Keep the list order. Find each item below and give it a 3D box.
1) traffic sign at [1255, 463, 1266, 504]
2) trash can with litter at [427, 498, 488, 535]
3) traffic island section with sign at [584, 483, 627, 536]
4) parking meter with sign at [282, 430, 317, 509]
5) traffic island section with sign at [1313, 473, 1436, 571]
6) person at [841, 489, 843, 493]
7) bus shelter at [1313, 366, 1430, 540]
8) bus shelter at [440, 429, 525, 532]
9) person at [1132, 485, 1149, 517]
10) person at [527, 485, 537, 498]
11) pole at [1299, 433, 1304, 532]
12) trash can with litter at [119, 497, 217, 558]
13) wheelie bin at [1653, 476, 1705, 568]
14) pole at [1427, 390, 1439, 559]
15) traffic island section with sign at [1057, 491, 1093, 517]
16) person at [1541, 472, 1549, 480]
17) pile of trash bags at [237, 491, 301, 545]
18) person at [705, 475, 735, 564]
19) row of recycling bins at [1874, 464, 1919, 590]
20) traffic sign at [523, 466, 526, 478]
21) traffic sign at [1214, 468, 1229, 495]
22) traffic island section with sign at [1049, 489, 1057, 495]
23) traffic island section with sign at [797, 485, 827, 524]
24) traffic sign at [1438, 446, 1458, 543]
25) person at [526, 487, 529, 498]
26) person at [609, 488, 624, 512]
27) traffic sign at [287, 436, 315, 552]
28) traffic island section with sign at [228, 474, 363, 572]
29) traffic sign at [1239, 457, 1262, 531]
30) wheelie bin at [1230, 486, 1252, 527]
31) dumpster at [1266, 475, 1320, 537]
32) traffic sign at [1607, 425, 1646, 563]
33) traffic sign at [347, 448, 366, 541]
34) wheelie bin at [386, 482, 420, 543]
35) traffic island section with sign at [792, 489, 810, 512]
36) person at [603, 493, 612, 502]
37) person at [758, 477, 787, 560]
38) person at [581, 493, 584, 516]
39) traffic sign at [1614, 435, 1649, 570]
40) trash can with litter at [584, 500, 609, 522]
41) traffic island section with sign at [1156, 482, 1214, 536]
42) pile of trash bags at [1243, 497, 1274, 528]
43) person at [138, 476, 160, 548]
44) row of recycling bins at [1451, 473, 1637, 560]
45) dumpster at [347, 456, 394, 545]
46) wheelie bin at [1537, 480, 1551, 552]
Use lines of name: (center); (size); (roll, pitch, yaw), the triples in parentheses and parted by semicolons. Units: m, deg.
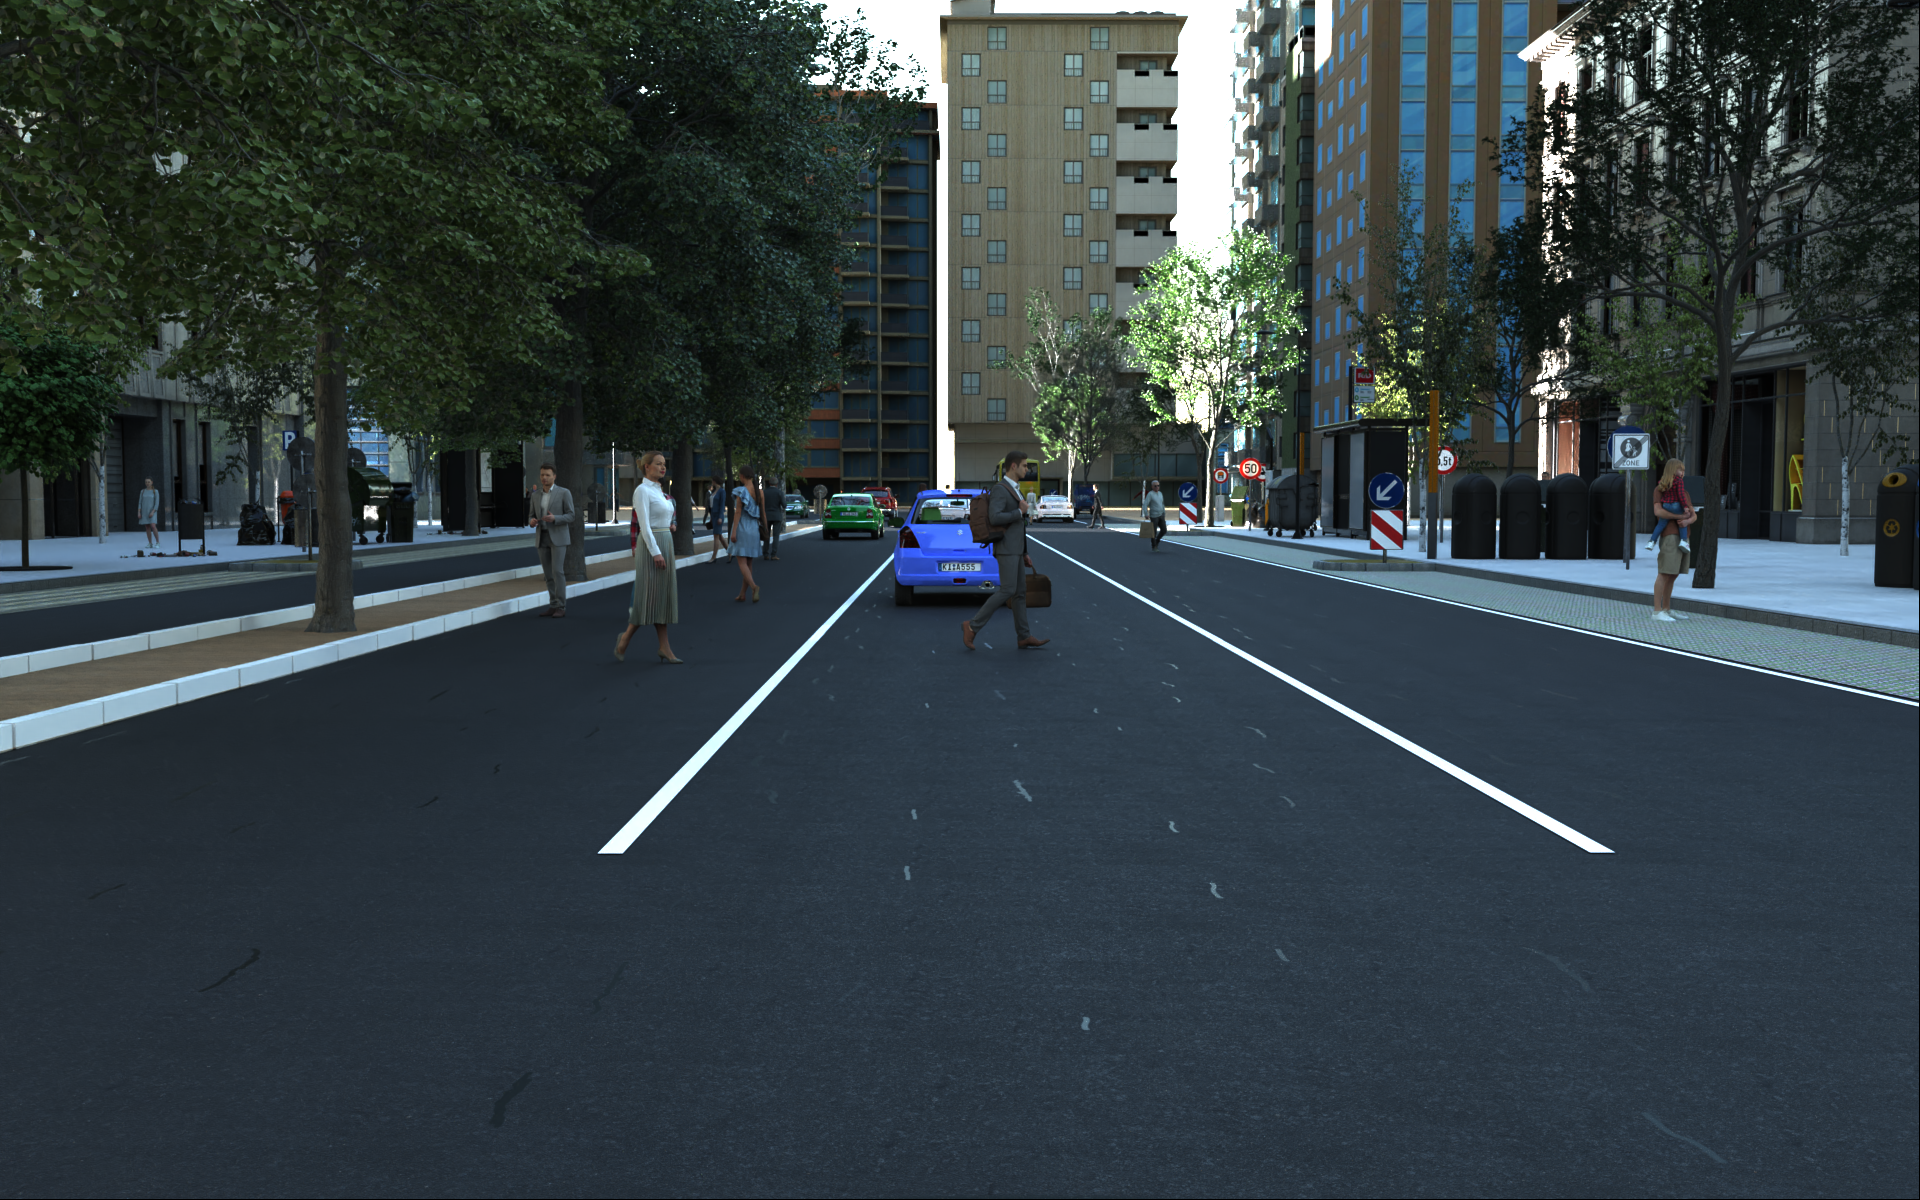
traffic sign: (12.549, -4.391, 71.893); (0.768, 2.556, 0.104); (0, 4, 7)
trash can with litter: (-16.047, -2.715, 55.447); (2.233, 1.210, 1.678); (-3, 4, -36)
traffic island section with sign: (-12.569, -3.123, 59.681); (1.989, 1.847, 2.006); (0, 4, 0)
parking meter with sign: (-17.981, -3.183, 48.300); (0.543, 3.016, 1.738); (2, 4, 26)
traffic island section with sign: (7.776, -1.479, 32.809); (1.989, 1.847, 2.006); (0, 4, 0)
person: (-11.095, -9.466, 162.906); (1.348, 1.869, 0.705); (0, 4, -7)
bus shelter: (12.041, -4.557, 52.135); (2.179, 5.291, 8.768); (0, 4, 0)
bus shelter: (-16.906, -4.332, 62.111); (1.731, 3.624, 6.357); (0, 3, 0)
person: (10.390, -5.603, 97.610); (1.348, 1.831, 0.705); (2, 4, 24)
person: (-21.826, -5.044, 89.072); (0.990, 1.755, 0.434); (-2, 4, -24)
pole: (11.315, -3.895, 57.532); (0.158, 3.312, 0.155); (0, 3, 0)
trash can with litter: (-16.278, -1.507, 35.693); (1.678, 1.210, 2.233); (3, 5, 41)
wheelie bin: (12.570, -1.360, 30.145); (0.980, 1.594, 0.693); (1, 4, 17)
pole: (9.325, -2.463, 34.118); (0.158, 3.312, 0.155); (0, 3, 0)
traffic island section with sign: (7.417, -6.211, 110.184); (1.989, 1.847, 2.006); (0, 4, 0)
person: (13.781, -2.122, 40.840); (0.391, 1.810, 0.635); (-3, 4, -37)
pile of trash bags: (-17.628, -2.151, 44.918); (1.912, 1.369, 3.447); (-1, 4, -14)
person: (-4.944, -1.662, 35.701); (0.654, 1.822, 0.581); (-1, 4, -15)
row of recycling bins: (13.064, -0.947, 22.589); (1.069, 1.692, 3.534); (0, 4, 5)
traffic sign: (-17.827, -4.250, 69.598); (0.768, 2.556, 0.104); (0, 4, 2)
traffic sign: (12.619, -5.125, 83.903); (0.768, 2.556, 0.104); (0, 4, 8)
traffic island section with sign: (7.299, -7.921, 138.140); (1.989, 1.847, 2.006); (0, 4, 0)
traffic island section with sign: (-6.739, -4.575, 82.944); (2.006, 1.907, 1.989); (0, 4, 0)
traffic sign: (12.703, -2.783, 45.613); (0.768, 2.556, 0.104); (0, 4, 2)
person: (-29.020, -6.667, 115.880); (1.217, 1.723, 0.721); (0, 4, -6)
person: (-24.978, -7.288, 125.916); (1.217, 1.735, 0.721); (1, 4, 21)
traffic sign: (-14.543, -2.338, 38.325); (0.768, 2.556, 0.104); (1, 4, 9)
traffic island section with sign: (-12.453, -1.474, 32.727); (1.989, 1.847, 2.006); (0, 4, 0)
traffic sign: (10.111, -3.683, 60.330); (0.768, 2.556, 0.104); (0, 4, 6)
wheelie bin: (10.996, -3.666, 67.850); (0.980, 1.594, 0.693); (3, 4, 38)
dumpster: (9.959, -2.826, 51.960); (1.264, 1.857, 1.865); (0, 4, 0)
traffic sign: (12.405, -1.964, 32.212); (0.768, 2.556, 0.104); (1, 4, 9)
traffic sign: (-16.603, -2.892, 47.390); (0.768, 2.556, 0.104); (0, 4, 6)
wheelie bin: (-14.821, -2.326, 45.946); (0.980, 1.594, 0.693); (-2, 4, -31)
traffic island section with sign: (-12.918, -7.872, 137.336); (1.989, 1.847, 2.006); (0, 4, 0)
person: (-24.534, -6.889, 118.759); (1.350, 1.814, 0.705); (-3, 4, -38)
person: (-4.059, -1.775, 37.696); (0.661, 1.801, 0.590); (1, 4, 8)
person: (-22.064, -5.708, 100.293); (0.530, 1.710, 0.541); (-2, 4, -34)
traffic sign: (11.340, -1.665, 29.347); (0.606, 2.300, 0.079); (0, 4, 4)
trash can with litter: (-16.869, -4.148, 78.879); (1.678, 1.210, 2.233); (3, 5, 45)
traffic island section with sign: (7.657, -3.129, 59.782); (1.989, 1.847, 2.006); (0, 4, 0)
pile of trash bags: (11.940, -3.399, 65.327); (1.912, 1.369, 3.447); (0, 4, -5)
person: (-19.233, -2.084, 41.123); (0.512, 1.701, 0.522); (0, 4, -3)
row of recycling bins: (11.557, -1.660, 34.259); (3.534, 1.692, 1.069); (0, 4, 3)
dumpster: (-15.507, -2.554, 44.253); (1.502, 2.255, 1.985); (0, 4, 0)
wheelie bin: (12.952, -1.865, 38.406); (0.980, 1.594, 0.693); (0, 4, -7)
